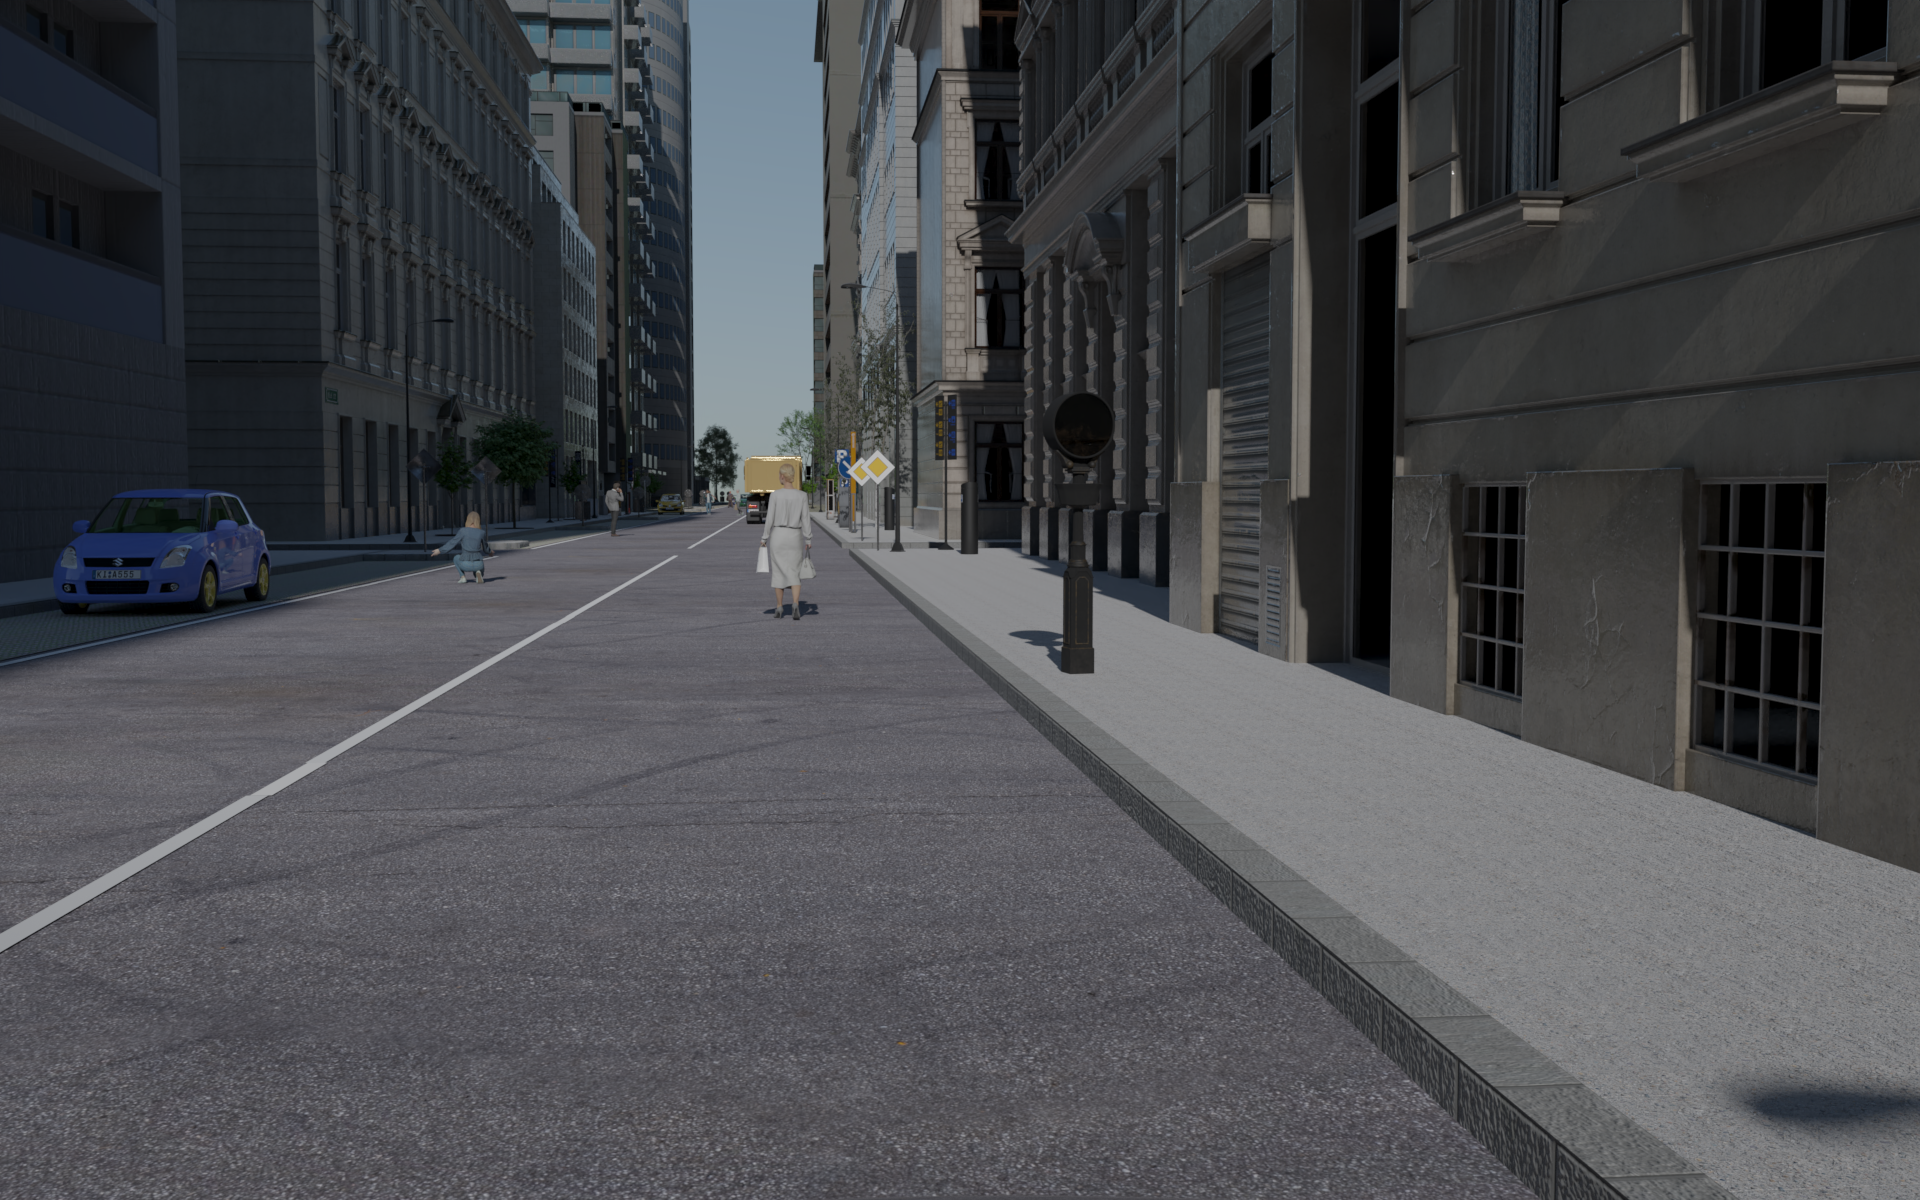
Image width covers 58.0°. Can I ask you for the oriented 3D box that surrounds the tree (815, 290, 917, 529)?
[{"bbox_3d":[-3.062,-6.888,62.986,4.360,8.622,3.978,0,3,0],"label":"tree"}]

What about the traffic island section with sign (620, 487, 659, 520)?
[{"bbox_3d":[-17.679,-5.317,95.554,1.989,1.847,2.006,0,4,-6],"label":"traffic island section with sign"}]

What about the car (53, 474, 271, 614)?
[{"bbox_3d":[-9.950,-0.743,21.735,1.945,1.707,3.694,0,4,-7],"label":"car"}]

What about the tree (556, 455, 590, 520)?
[{"bbox_3d":[-19.119,-5.586,85.937,1.663,3.219,1.824,0,3,0],"label":"tree"}]

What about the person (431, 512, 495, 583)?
[{"bbox_3d":[-7.980,-0.849,27.879,1.012,1.151,0.738,-1,4,-21],"label":"person"}]

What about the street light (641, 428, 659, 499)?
[{"bbox_3d":[-21.880,-9.139,121.958,1.470,5.913,1.316,0,4,-6],"label":"street light"}]

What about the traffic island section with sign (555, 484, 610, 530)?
[{"bbox_3d":[-14.949,-3.676,68.737,1.989,1.847,2.006,0,4,-6],"label":"traffic island section with sign"}]

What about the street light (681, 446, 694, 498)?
[{"bbox_3d":[-26.391,-11.918,167.407,1.470,5.913,1.316,0,4,-6],"label":"street light"}]

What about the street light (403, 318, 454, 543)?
[{"bbox_3d":[-14.045,-4.481,45.802,1.470,5.913,1.316,0,4,-6],"label":"street light"}]

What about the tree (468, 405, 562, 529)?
[{"bbox_3d":[-16.413,-4.910,63.993,4.285,4.588,4.351,0,3,0],"label":"tree"}]

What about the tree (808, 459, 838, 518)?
[{"bbox_3d":[-6.978,-6.138,94.964,1.663,3.219,1.824,0,3,0],"label":"tree"}]

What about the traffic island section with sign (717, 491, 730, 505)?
[{"bbox_3d":[-31.071,-13.353,226.944,1.989,1.847,2.006,0,4,-6],"label":"traffic island section with sign"}]

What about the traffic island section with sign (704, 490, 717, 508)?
[{"bbox_3d":[-25.523,-10.026,172.552,1.989,1.847,2.006,0,4,-6],"label":"traffic island section with sign"}]

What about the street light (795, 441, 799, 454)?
[{"bbox_3d":[-13.493,-10.968,151.869,1.470,5.913,1.316,0,4,-6],"label":"street light"}]

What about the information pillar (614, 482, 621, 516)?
[{"bbox_3d":[-20.135,-5.955,101.857,0.304,2.012,0.304,2,4,27],"label":"information pillar"}]

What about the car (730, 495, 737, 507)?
[{"bbox_3d":[-25.110,-11.171,195.225,1.945,1.354,3.894,0,4,-7],"label":"car"}]

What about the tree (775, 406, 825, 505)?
[{"bbox_3d":[-18.212,-17.147,206.112,9.928,11.665,9.643,0,3,0],"label":"tree"}]

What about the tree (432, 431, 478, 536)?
[{"bbox_3d":[-15.391,-3.564,52.875,1.663,3.219,1.824,0,3,0],"label":"tree"}]

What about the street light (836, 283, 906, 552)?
[{"bbox_3d":[-1.926,-4.023,38.323,1.470,5.913,1.316,0,4,-6],"label":"street light"}]

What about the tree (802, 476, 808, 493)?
[{"bbox_3d":[-14.086,-10.389,164.461,1.663,3.219,1.824,0,3,0],"label":"tree"}]

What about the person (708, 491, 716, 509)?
[{"bbox_3d":[-23.259,-9.285,161.018,1.217,1.736,0.721,-1,4,-11],"label":"person"}]

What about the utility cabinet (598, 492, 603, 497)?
[{"bbox_3d":[-23.057,-6.133,108.951,1.173,1.500,0.318,-1,4,-20],"label":"utility cabinet"}]

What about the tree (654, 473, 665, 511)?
[{"bbox_3d":[-23.471,-8.383,131.657,1.663,3.219,1.824,0,3,0],"label":"tree"}]

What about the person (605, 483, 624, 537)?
[{"bbox_3d":[-11.653,-3.044,58.450,0.473,1.802,0.592,-3,5,-39],"label":"person"}]

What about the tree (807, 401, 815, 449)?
[{"bbox_3d":[-9.098,-10.759,126.274,4.360,8.622,3.978,0,3,0],"label":"tree"}]

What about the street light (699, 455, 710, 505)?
[{"bbox_3d":[-30.223,-14.198,204.685,1.470,5.913,1.316,0,4,-6],"label":"street light"}]

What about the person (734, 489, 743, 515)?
[{"bbox_3d":[-15.016,-6.641,117.570,0.515,1.767,0.782,-1,4,-18],"label":"person"}]

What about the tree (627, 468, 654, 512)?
[{"bbox_3d":[-23.459,-8.059,126.358,1.663,3.219,1.824,0,3,0],"label":"tree"}]

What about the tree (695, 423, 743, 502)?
[{"bbox_3d":[-39.293,-22.126,278.767,9.611,12.733,9.660,0,3,0],"label":"tree"}]

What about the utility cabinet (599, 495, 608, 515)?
[{"bbox_3d":[-21.645,-5.744,105.079,0.306,1.237,1.020,-2,4,-26],"label":"utility cabinet"}]

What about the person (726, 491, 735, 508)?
[{"bbox_3d":[-23.905,-10.476,180.336,0.990,1.755,0.434,1,4,13],"label":"person"}]

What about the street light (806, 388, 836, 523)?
[{"bbox_3d":[-5.878,-6.331,76.058,1.470,5.913,1.316,0,4,-6],"label":"street light"}]

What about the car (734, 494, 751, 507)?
[{"bbox_3d":[-21.645,-9.930,174.156,2.131,1.459,4.920,0,4,-6],"label":"car"}]

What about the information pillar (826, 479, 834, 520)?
[{"bbox_3d":[-6.506,-5.024,86.638,0.304,2.012,0.304,-1,4,-22],"label":"information pillar"}]

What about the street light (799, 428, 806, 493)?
[{"bbox_3d":[-10.307,-9.098,121.299,1.470,5.913,1.316,0,4,-6],"label":"street light"}]

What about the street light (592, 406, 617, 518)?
[{"bbox_3d":[-18.700,-7.246,91.021,1.470,5.913,1.316,0,4,-6],"label":"street light"}]

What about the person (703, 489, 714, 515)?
[{"bbox_3d":[-17.221,-6.700,118.387,0.623,1.781,0.721,-2,4,-32],"label":"person"}]

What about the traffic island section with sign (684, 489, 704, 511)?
[{"bbox_3d":[-22.798,-8.386,145.735,1.989,1.847,2.006,0,4,-6],"label":"traffic island section with sign"}]

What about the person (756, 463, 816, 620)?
[{"bbox_3d":[-1.999,-0.667,19.758,0.694,1.780,0.624,0,4,1],"label":"person"}]

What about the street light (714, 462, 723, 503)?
[{"bbox_3d":[-34.892,-16.964,249.902,1.470,5.913,1.316,0,4,-6],"label":"street light"}]

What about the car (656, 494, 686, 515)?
[{"bbox_3d":[-19.890,-6.668,119.244,2.015,1.641,3.980,0,4,-7],"label":"car"}]
